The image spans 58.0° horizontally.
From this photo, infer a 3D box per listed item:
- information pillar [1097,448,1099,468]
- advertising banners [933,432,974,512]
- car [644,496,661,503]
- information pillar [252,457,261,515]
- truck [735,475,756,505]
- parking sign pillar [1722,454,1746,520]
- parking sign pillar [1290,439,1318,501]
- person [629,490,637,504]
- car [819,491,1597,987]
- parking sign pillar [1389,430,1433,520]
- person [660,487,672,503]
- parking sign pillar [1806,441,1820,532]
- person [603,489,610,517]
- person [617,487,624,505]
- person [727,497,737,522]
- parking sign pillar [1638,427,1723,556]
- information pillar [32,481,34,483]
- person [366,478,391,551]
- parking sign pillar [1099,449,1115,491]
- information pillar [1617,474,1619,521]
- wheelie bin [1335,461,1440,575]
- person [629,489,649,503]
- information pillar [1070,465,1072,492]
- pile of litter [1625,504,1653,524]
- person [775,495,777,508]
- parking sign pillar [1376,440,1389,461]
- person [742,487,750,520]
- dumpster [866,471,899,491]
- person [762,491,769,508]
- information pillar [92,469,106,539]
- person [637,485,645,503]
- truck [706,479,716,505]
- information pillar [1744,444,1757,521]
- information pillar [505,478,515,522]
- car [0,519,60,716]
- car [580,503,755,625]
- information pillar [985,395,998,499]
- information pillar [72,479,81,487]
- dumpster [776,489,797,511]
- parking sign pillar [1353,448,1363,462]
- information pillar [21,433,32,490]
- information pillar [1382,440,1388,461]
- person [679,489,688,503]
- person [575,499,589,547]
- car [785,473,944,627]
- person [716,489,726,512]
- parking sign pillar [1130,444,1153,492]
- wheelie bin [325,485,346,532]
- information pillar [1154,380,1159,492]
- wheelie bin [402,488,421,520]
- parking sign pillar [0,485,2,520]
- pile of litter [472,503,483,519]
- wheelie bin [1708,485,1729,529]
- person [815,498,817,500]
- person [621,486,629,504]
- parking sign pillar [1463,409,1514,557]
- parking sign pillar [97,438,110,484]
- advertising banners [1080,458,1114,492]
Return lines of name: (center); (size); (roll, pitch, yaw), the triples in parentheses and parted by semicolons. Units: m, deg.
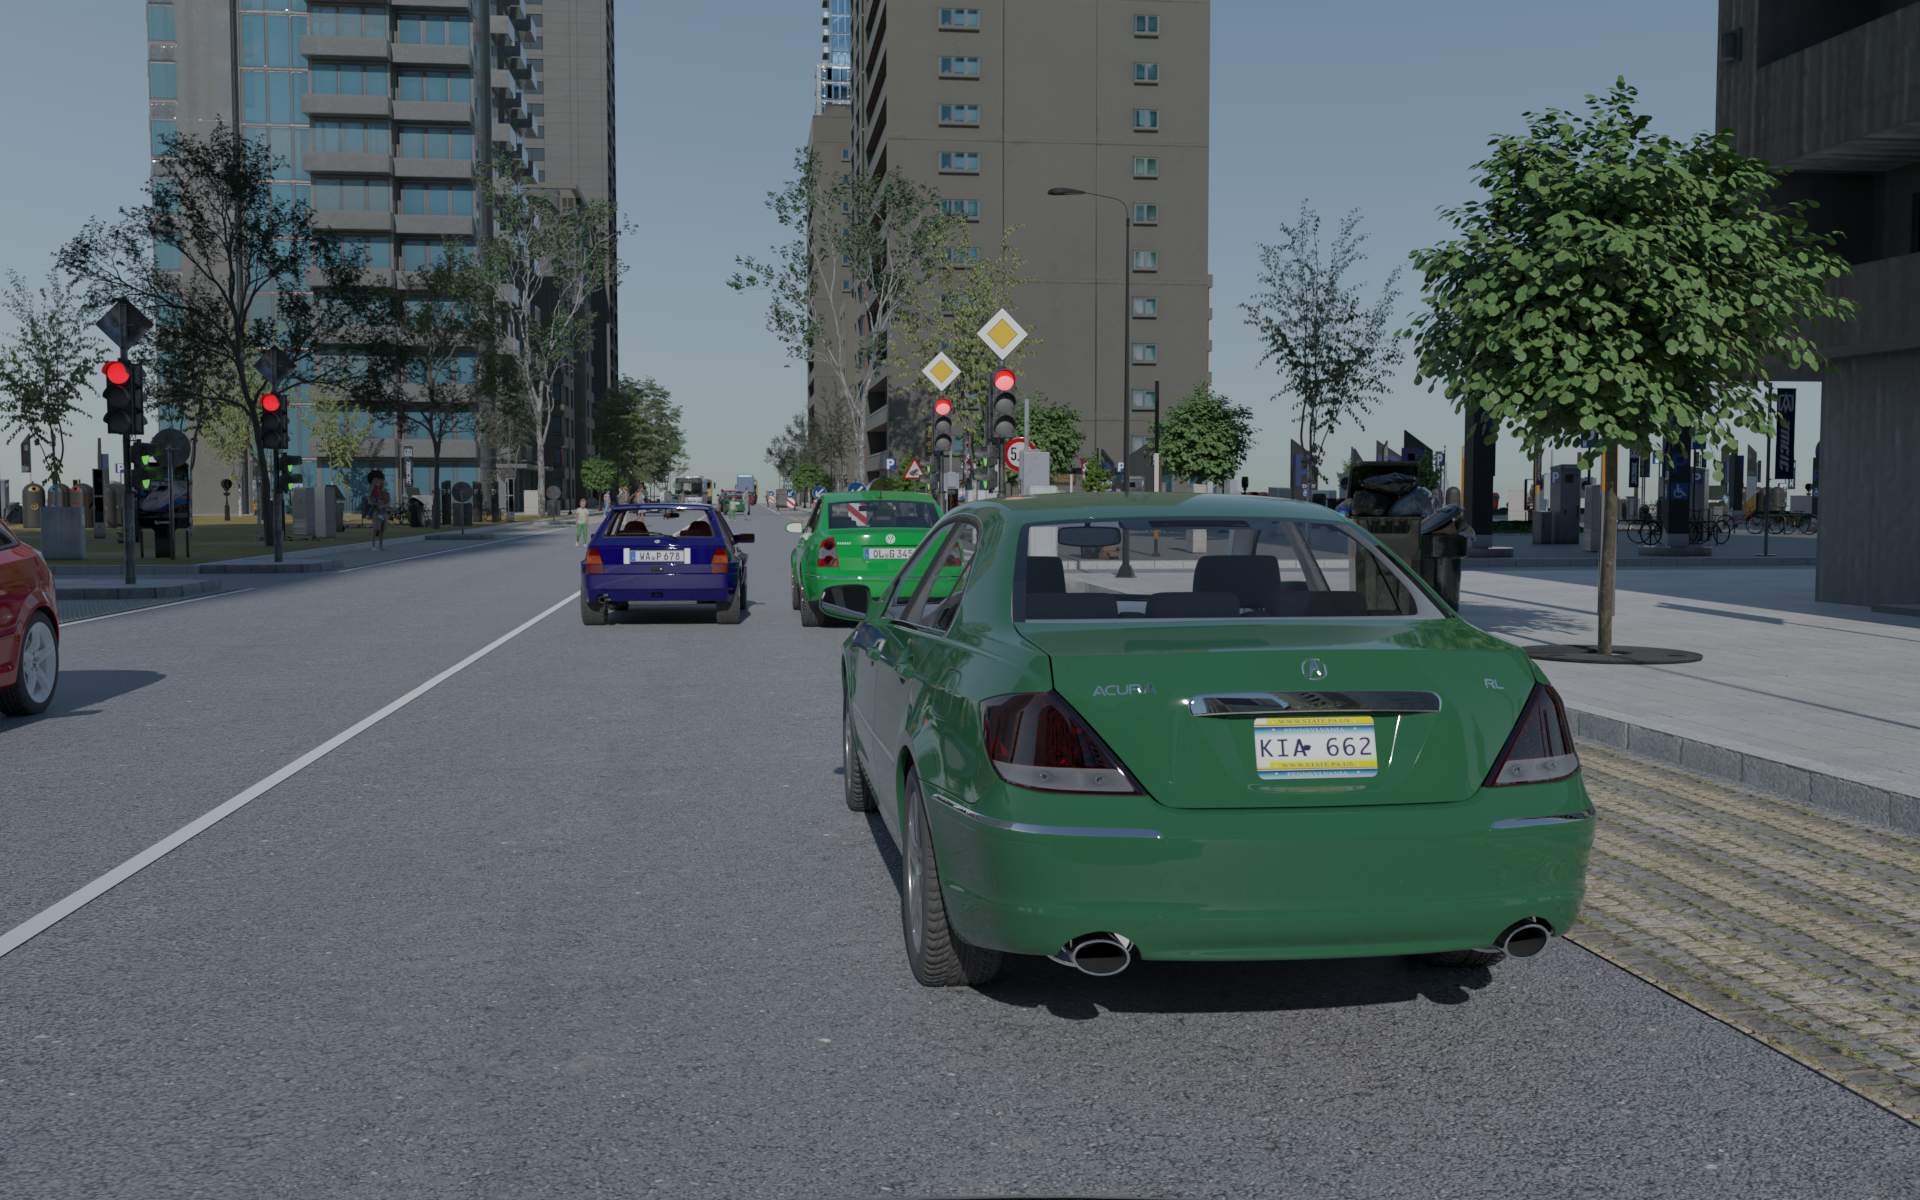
information pillar: (6.965, -5.879, 87.476); (0.183, 3.616, 0.504); (1, 4, 8)
advertising banners: (-0.219, -3.266, 49.580); (0.090, 3.025, 2.074); (-2, 4, -35)
car: (-20.008, -6.150, 113.138); (1.945, 1.354, 3.894); (-1, 4, -8)
information pillar: (-42.389, -6.915, 104.408); (0.504, 3.616, 0.183); (-3, 5, -40)
truck: (-29.248, -15.040, 235.663); (2.967, 4.110, 18.799); (0, 4, -6)
parking sign pillar: (39.001, -6.030, 87.070); (1.447, 3.967, 1.447); (1, 4, 13)
parking sign pillar: (16.779, -5.870, 84.448); (1.447, 3.967, 1.447); (-1, 4, -15)
person: (-22.529, -6.805, 120.486); (0.721, 1.735, 1.217); (3, 5, 43)
car: (0.567, 0.320, 6.565); (2.131, 1.459, 4.920); (0, 4, -8)
parking sign pillar: (19.005, -5.117, 72.142); (1.447, 3.967, 1.447); (3, 5, 44)
person: (-16.630, -5.465, 97.954); (0.679, 1.850, 0.850); (-1, 4, -18)
parking sign pillar: (29.888, -4.339, 59.418); (1.447, 3.967, 1.447); (-1, 4, -23)
person: (-21.937, -6.003, 107.485); (0.643, 1.720, 0.563); (-2, 4, -35)
person: (-19.582, -5.617, 100.309); (0.822, 1.834, 0.622); (-3, 4, -37)
person: (-11.807, -4.711, 89.773); (0.590, 1.304, 0.306); (2, 4, 35)
parking sign pillar: (15.063, -2.930, 36.380); (1.447, 3.967, 1.447); (1, 4, 17)
information pillar: (-50.905, -5.534, 94.971); (0.304, 2.012, 0.304); (-2, 4, -29)
person: (-14.599, -2.141, 43.476); (0.573, 1.828, 0.580); (0, 4, -5)
parking sign pillar: (8.671, -7.002, 102.955); (1.447, 3.967, 1.447); (-2, 4, -28)
information pillar: (24.290, -3.667, 64.452); (0.304, 2.012, 0.304); (0, 4, 4)
wheelie bin: (4.078, -0.528, 16.539); (0.980, 1.594, 0.693); (0, 4, 5)
person: (-20.343, -6.191, 109.810); (1.348, 1.812, 0.705); (0, 4, 4)
information pillar: (4.709, -5.020, 73.430); (0.183, 3.616, 0.504); (0, 4, 1)
pile of litter: (28.941, -3.668, 73.938); (1.719, 0.858, 1.176); (-2, 4, -35)
person: (-18.692, -10.298, 177.816); (0.756, 1.711, 0.436); (-3, 4, -37)
parking sign pillar: (21.122, -5.918, 85.229); (1.447, 3.967, 1.447); (1, 4, 14)
person: (-11.661, -5.256, 94.542); (0.391, 1.810, 0.635); (0, 4, 2)
dumpster: (-3.227, -4.346, 73.545); (1.502, 2.255, 1.985); (0, 4, -7)
person: (-20.199, -10.467, 180.160); (0.750, 1.759, 0.617); (0, 4, -1)
information pillar: (-24.848, -2.783, 49.996); (0.304, 2.012, 0.304); (-1, 4, -22)
person: (-14.033, -4.115, 75.866); (0.778, 1.811, 0.616); (1, 4, 8)
truck: (-33.615, -14.067, 225.916); (3.469, 3.379, 9.791); (-1, 4, -8)
information pillar: (37.038, -5.488, 81.079); (0.183, 3.616, 0.504); (-2, 4, -26)
information pillar: (-20.845, -4.633, 80.242); (0.304, 2.012, 0.304); (-2, 4, -35)
car: (-6.681, -0.042, 9.721); (2.155, 1.783, 4.494); (0, 4, -7)
car: (-3.393, -0.472, 20.290); (1.945, 1.354, 3.894); (0, 4, -5)
information pillar: (0.788, -3.035, 40.977); (0.504, 3.616, 0.183); (-3, 5, -39)
information pillar: (-43.548, -4.949, 85.409); (0.304, 2.012, 0.304); (0, 4, -8)
dumpster: (-15.059, -8.674, 150.037); (1.865, 1.857, 1.264); (0, 4, -8)
parking sign pillar: (23.801, -6.994, 102.830); (1.447, 3.967, 1.447); (3, 4, 39)
information pillar: (-36.068, -4.624, 66.953); (0.504, 3.616, 0.183); (2, 4, 26)
information pillar: (18.469, -5.135, 75.317); (0.183, 3.616, 0.504); (2, 4, 34)
person: (-21.994, -7.893, 137.559); (0.705, 1.824, 1.348); (1, 4, 19)
person: (-10.205, -2.079, 46.741); (0.306, 1.304, 0.590); (-2, 4, -35)
car: (-1.025, -0.694, 20.136); (1.959, 1.807, 4.718); (0, 4, -8)
person: (-18.593, -7.754, 135.266); (0.705, 1.826, 1.348); (1, 4, 23)
parking sign pillar: (8.515, -5.630, 80.515); (1.447, 3.967, 1.447); (0, 4, 2)
wheelie bin: (-21.212, -3.090, 58.423); (0.693, 1.594, 0.980); (1, 4, 13)
information pillar: (4.027, -2.699, 35.491); (0.183, 3.616, 0.504); (0, 4, 6)
wheelie bin: (-26.732, -4.683, 84.468); (0.980, 1.594, 0.693); (-3, 4, -36)
parking sign pillar: (-18.604, -2.675, 32.207); (1.447, 3.967, 1.447); (2, 4, 28)
pile of litter: (-25.695, -4.691, 90.657); (1.176, 0.858, 1.719); (-3, 5, -39)
wheelie bin: (27.496, -3.369, 62.984); (0.693, 1.594, 0.980); (-3, 5, -43)
person: (-8.079, -5.189, 97.610); (0.475, 1.303, 0.640); (-2, 4, -24)
person: (-14.344, -3.980, 74.114); (0.362, 1.759, 0.519); (0, 4, 2)
parking sign pillar: (10.670, -2.884, 35.624); (1.447, 3.967, 1.447); (1, 4, 8)
parking sign pillar: (-41.401, -5.823, 83.686); (1.447, 3.967, 1.447); (-2, 4, -28)
advertising banners: (6.805, -5.343, 83.547); (2.074, 3.025, 0.090); (0, 4, -1)
